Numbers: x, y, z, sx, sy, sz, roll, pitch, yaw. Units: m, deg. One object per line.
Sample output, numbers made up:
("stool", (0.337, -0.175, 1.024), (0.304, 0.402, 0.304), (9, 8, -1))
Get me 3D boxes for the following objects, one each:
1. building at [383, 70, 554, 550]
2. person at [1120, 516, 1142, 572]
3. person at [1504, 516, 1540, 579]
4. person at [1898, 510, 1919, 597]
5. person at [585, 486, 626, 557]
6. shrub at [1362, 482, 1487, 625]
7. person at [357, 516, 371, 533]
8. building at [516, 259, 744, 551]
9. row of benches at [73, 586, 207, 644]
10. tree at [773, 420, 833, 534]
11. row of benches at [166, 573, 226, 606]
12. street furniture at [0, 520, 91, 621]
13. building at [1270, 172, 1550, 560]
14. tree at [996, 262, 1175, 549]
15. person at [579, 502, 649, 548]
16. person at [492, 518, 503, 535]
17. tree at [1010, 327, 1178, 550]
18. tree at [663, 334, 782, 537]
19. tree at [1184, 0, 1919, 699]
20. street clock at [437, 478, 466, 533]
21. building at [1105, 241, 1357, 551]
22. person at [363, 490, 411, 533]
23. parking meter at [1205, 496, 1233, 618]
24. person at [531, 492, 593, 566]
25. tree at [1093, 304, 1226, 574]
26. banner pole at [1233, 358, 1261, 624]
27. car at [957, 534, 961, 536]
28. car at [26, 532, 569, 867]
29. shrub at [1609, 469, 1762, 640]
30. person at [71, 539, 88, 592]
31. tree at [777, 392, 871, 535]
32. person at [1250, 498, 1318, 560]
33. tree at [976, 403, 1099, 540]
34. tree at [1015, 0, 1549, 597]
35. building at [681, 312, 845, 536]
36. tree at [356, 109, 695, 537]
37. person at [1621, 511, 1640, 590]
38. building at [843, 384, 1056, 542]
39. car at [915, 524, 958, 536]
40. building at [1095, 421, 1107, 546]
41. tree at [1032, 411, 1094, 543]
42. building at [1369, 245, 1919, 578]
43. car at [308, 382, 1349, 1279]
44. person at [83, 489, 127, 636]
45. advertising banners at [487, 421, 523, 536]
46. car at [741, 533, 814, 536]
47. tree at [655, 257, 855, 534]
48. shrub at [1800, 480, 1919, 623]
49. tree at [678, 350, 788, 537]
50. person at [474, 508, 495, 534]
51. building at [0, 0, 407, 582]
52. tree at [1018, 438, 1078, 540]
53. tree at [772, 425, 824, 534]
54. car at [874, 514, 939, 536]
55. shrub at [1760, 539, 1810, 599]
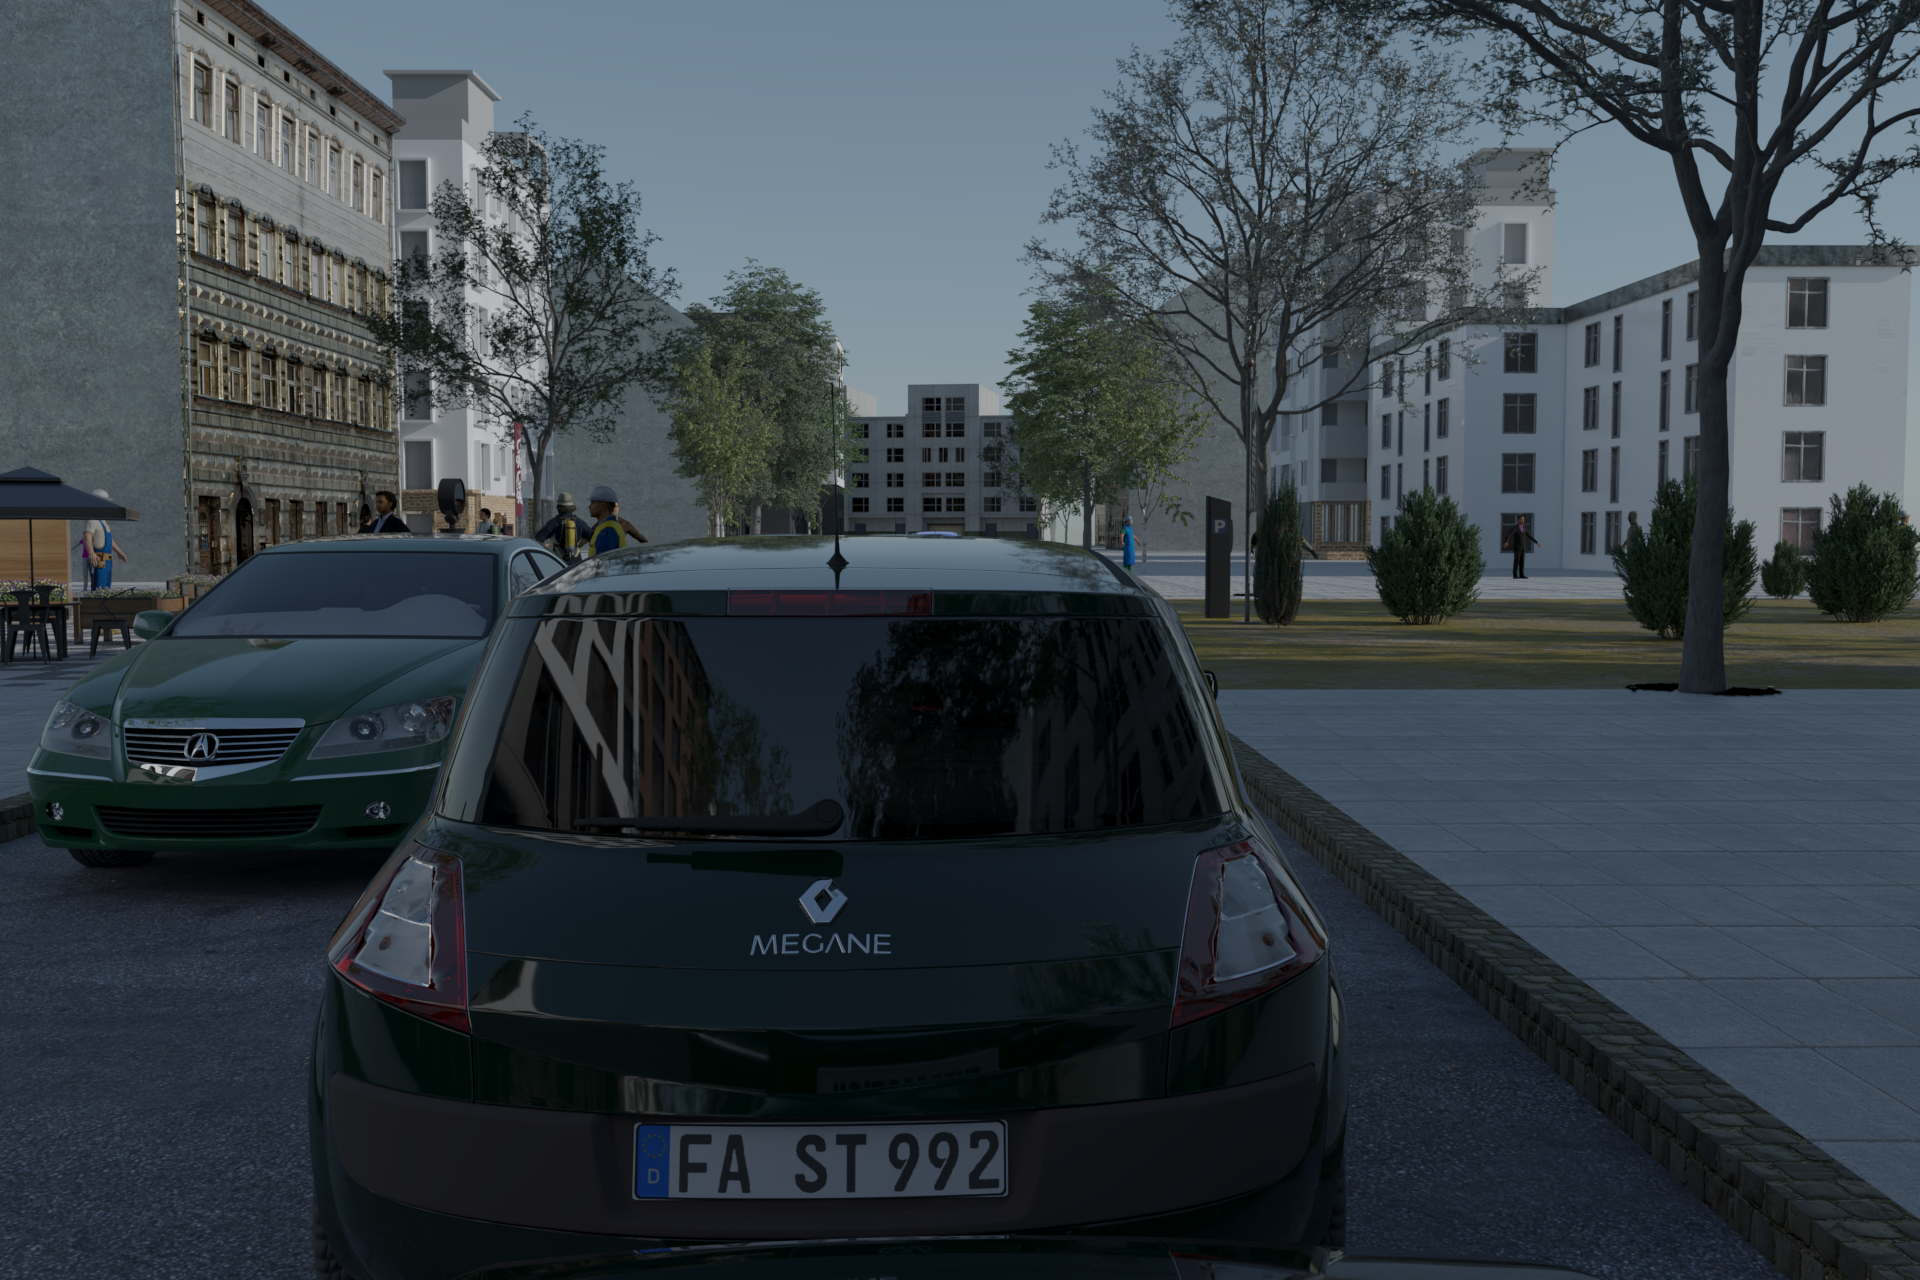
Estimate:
("building", (-24.854, -13.189, 72.068), (16.016, 20.090, 11.380), (0, 4, -1))
("person", (4.946, -2.726, 50.693), (0.704, 1.817, 1.347), (2, 4, 29))
("person", (16.051, -2.654, 49.611), (1.346, 1.802, 0.704), (-2, 4, -27))
("person", (19.347, -1.770, 35.400), (0.721, 1.772, 1.216), (-1, 4, -14))
("person", (-2.995, -0.370, 14.484), (0.705, 1.833, 1.349), (0, 4, -5))
("shrub", (6.623, -1.239, 24.674), (1.690, 2.028, 1.600), (0, 3, 0))
("person", (-16.970, -2.661, 49.689), (1.347, 1.806, 0.705), (2, 4, 31))
("building", (-28.456, -19.002, 141.607), (19.493, 23.208, 18.063), (0, 4, 0))
("row of benches", (-8.405, -0.290, 20.200), (4.104, 0.672, 1.422), (0, 4, 7))
("tree", (-9.496, -9.561, 106.692), (4.737, 8.622, 4.395), (0, 3, 0))
("row of benches", (-11.355, -0.652, 26.130), (1.422, 0.672, 4.104), (-2, 4, -32))
("street furniture", (-18.109, -1.199, 26.463), (9.812, 1.723, 11.010), (-2, 4, -26))
("building", (22.788, -14.718, 97.061), (16.016, 20.090, 11.380), (0, 3, 0))
("tree", (5.299, -9.431, 72.327), (7.486, 12.596, 7.792), (0, 3, 0))
("person", (-5.214, -1.221, 26.096), (1.346, 1.812, 0.704), (-1, 4, -17))
("person", (-13.204, -2.611, 49.488), (1.217, 1.733, 0.721), (1, 4, 15))
("tree", (6.426, -9.653, 83.589), (9.928, 11.665, 9.643), (0, 3, 0))
("tree", (-8.851, -6.997, 64.758), (4.737, 8.622, 4.395), (0, 3, 0))
("tree", (6.053, -6.307, 13.494), (12.009, 13.543, 11.850), (0, 3, 0))
("street clock", (-6.597, -1.098, 22.529), (0.358, 2.002, 0.471), (0, 4, 1))
("building", (21.858, -18.879, 139.593), (19.493, 23.208, 18.063), (0, 4, 0))
("person", (-6.098, -0.703, 18.212), (1.216, 1.740, 0.721), (2, 4, 27))
("parking meter", (3.950, -1.265, 26.398), (0.399, 1.863, 0.255), (0, 4, 0))
("person", (-5.474, -1.117, 24.034), (1.354, 1.856, 0.705), (-2, 4, -28))
("tree", (6.025, -6.414, 55.237), (4.737, 8.622, 4.395), (0, 3, 0))
("banner pole", (4.130, -2.111, 24.534), (0.401, 3.779, 0.863), (0, 4, -1))
("car", (-0.555, -5.571, 100.872), (2.009, 1.686, 4.222), (0, 4, -2))
("car", (-2.912, 0.173, 8.975), (2.131, 1.459, 4.920), (0, 4, -1))
("shrub", (8.860, -1.047, 21.159), (1.661, 2.075, 1.752), (0, 3, 0))
("person", (-19.090, -1.751, 37.900), (0.991, 1.433, 0.599), (0, 4, -5))
("tree", (-9.592, -11.720, 117.376), (9.928, 11.665, 9.643), (0, 3, 0))
("person", (4.938, -1.288, 26.823), (0.705, 1.858, 1.354), (-3, 5, -41))
("tree", (5.511, -11.195, 117.453), (8.767, 10.594, 7.601), (-1, 4, -10))
("tree", (6.137, -7.634, 35.194), (12.009, 13.543, 11.850), (0, 3, 0))
("building", (-26.537, -20.310, 176.041), (27.936, 21.610, 32.646), (0, 4, -1))
("tree", (-9.796, -6.401, 39.070), (8.767, 10.594, 7.601), (1, 4, 10))
("person", (15.415, -2.056, 39.746), (0.705, 1.813, 1.348), (1, 4, 10))
("building", (-4.784, -20.948, 211.412), (31.486, 18.905, 16.747), (1, 4, 9))
("car", (-0.631, -2.208, 45.687), (1.945, 1.707, 3.694), (0, 4, 0))
("building", (24.515, -21.715, 185.963), (19.493, 23.208, 18.063), (0, 3, 0))
("tree", (6.104, -9.140, 99.793), (4.737, 8.622, 4.395), (0, 3, 0))
("building", (23.165, -7.482, 64.473), (9.099, 9.664, 28.070), (0, 4, -1))
("car", (-0.247, 0.327, 4.435), (2.009, 1.686, 4.222), (0, 4, -1))
("person", (-10.850, -0.983, 21.921), (0.705, 1.847, 1.347), (-1, 4, -11))
("advertising banners", (-6.879, -1.843, 26.327), (0.090, 3.025, 2.074), (0, 4, 0))
("car", (-2.341, -0.652, 22.465), (2.131, 1.459, 4.920), (0, 4, -1))
("tree", (-9.635, -10.702, 81.625), (9.857, 13.997, 8.962), (0, 3, 0))
("shrub", (13.193, -1.302, 25.323), (1.661, 2.075, 1.752), (0, 3, 0))
("tree", (-9.821, -7.321, 70.057), (4.360, 8.622, 3.978), (0, 3, 0))
("person", (-9.590, -1.758, 34.932), (1.347, 1.806, 0.705), (3, 4, 36))
("building", (-29.847, -13.665, 54.357), (19.493, 23.208, 18.063), (0, 4, -1))
("tree", (5.416, -9.639, 107.959), (4.737, 8.622, 4.395), (0, 3, 0))
("tree", (-9.611, -9.195, 100.699), (4.360, 8.622, 3.978), (0, 3, 0))
("car", (-0.643, -0.496, 17.889), (2.009, 1.686, 4.222), (0, 4, -1))
("shrub", (16.289, -1.414, 34.231), (1.383, 1.207, 1.383), (0, 3, 0))
